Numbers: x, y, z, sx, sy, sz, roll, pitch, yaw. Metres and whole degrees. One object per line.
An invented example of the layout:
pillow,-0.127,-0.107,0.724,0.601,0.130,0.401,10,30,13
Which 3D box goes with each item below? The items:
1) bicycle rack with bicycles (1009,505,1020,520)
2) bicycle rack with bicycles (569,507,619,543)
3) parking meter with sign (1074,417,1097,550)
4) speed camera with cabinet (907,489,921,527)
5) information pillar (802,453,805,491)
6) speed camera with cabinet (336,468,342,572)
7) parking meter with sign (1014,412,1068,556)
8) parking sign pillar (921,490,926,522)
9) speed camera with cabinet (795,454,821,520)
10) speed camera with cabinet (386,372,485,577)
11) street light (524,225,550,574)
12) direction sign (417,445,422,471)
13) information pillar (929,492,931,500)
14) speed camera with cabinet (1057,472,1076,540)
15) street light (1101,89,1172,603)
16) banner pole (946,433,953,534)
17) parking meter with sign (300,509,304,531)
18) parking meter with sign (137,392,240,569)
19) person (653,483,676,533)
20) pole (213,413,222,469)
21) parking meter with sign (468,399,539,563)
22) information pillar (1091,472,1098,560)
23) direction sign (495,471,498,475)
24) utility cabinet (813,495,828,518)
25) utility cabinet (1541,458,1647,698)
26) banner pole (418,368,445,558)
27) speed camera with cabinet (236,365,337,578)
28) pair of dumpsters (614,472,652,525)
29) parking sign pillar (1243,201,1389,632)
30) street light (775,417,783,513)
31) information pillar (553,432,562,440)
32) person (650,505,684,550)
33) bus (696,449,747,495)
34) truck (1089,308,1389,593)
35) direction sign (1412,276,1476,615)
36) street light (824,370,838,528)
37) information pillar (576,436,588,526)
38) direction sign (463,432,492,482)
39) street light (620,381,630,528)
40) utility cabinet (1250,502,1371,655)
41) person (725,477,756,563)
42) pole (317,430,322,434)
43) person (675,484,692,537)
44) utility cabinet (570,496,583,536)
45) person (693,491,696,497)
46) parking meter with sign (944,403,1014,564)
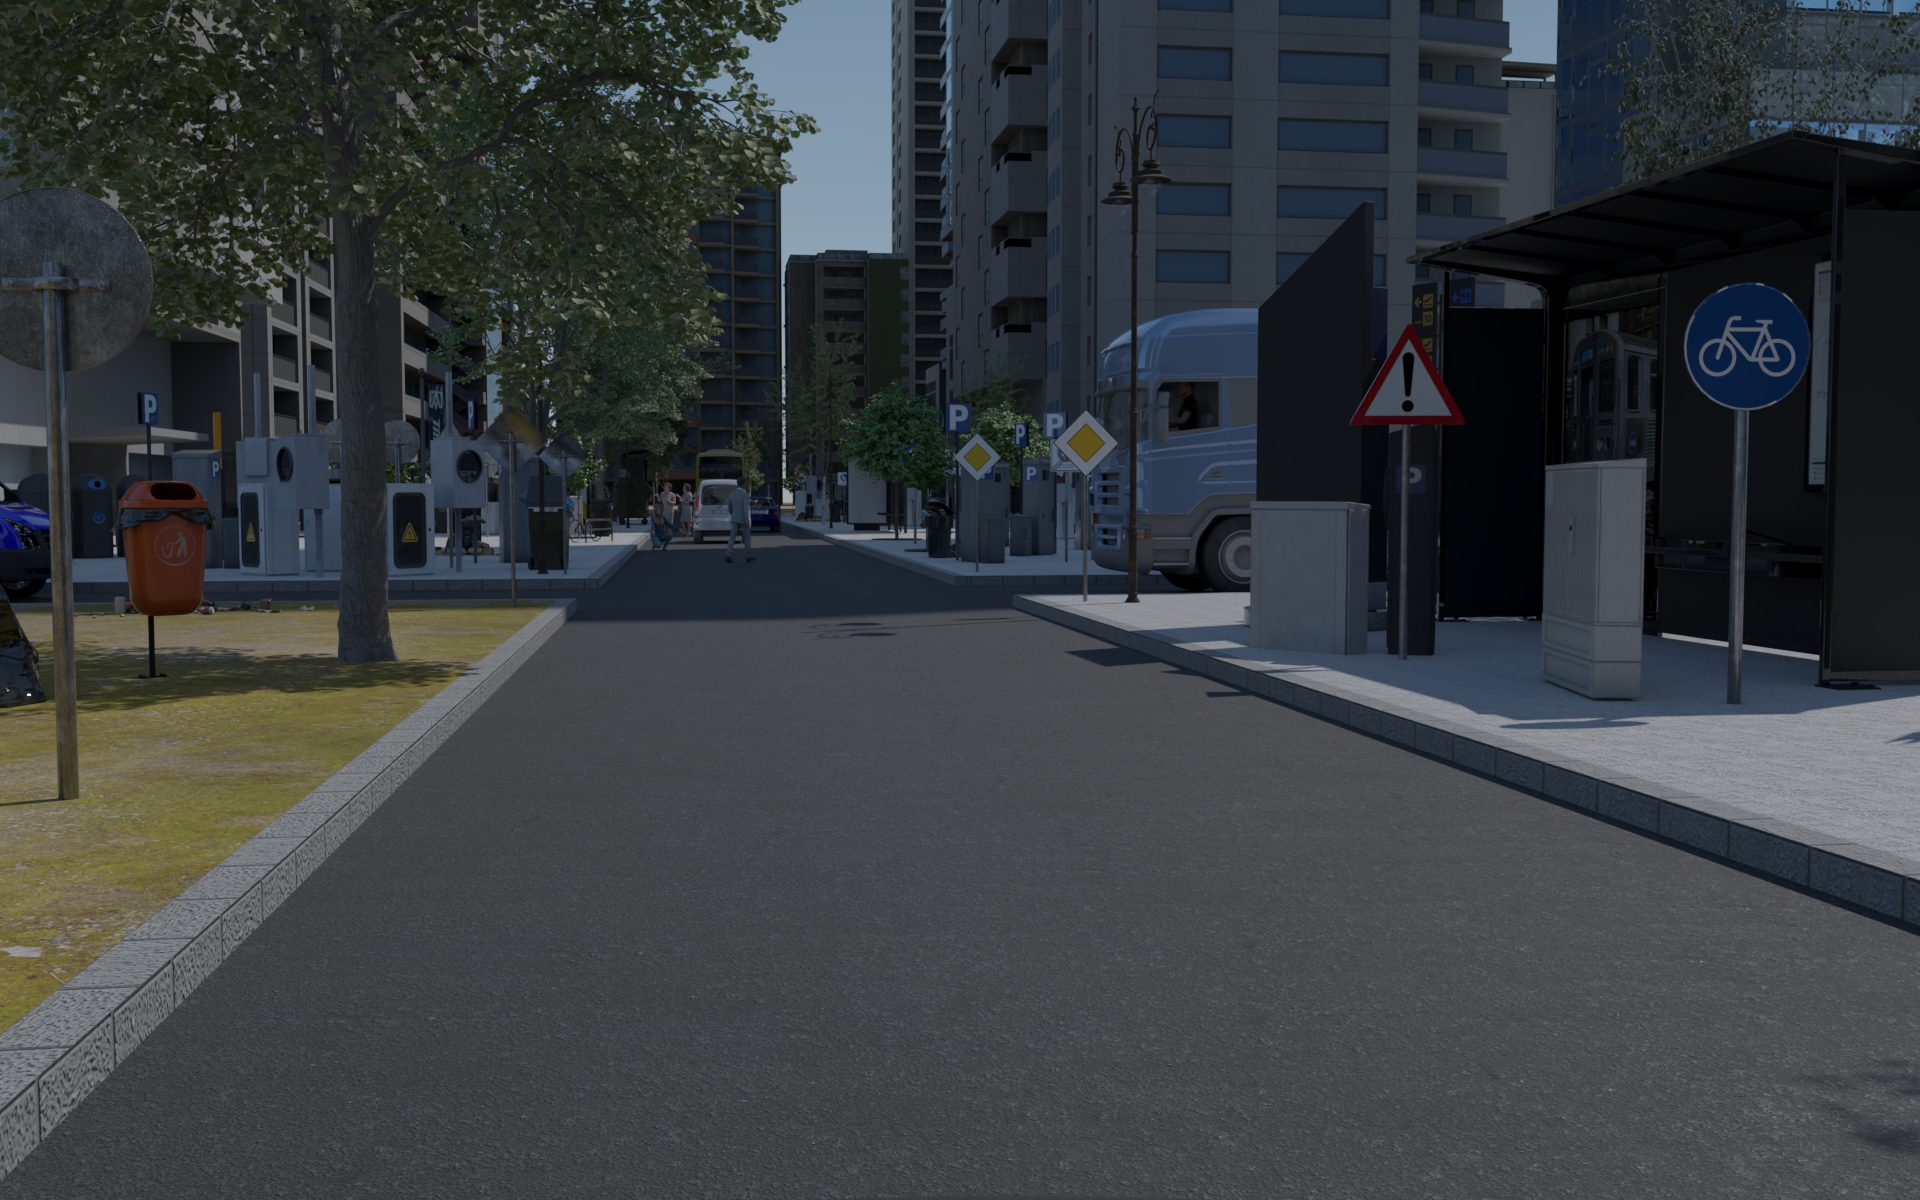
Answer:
bicycle rack with bicycles,3.663,-4.033,79.319,2.925,0.926,2.852,0,4,0
bicycle rack with bicycles,-10.670,-2.014,46.315,2.852,0.926,2.925,1,4,12
parking meter with sign,2.953,-2.671,39.940,0.543,3.016,1.738,0,4,-8
speed camera with cabinet,-1.939,-4.549,68.713,0.660,3.252,2.038,0,4,6
information pillar,-8.909,-6.554,98.509,0.183,3.616,0.504,-1,4,-11
speed camera with cabinet,-10.805,-2.095,28.596,2.038,3.252,0.660,0,4,-3
parking meter with sign,1.621,-2.448,36.283,0.543,3.016,1.738,2,4,30
parking sign pillar,-1.975,-5.119,72.164,1.447,3.967,1.447,-3,4,-38
speed camera with cabinet,-7.443,-5.552,85.107,0.660,3.252,2.038,1,4,18
speed camera with cabinet,-8.501,-2.029,27.517,0.660,3.252,2.038,2,4,32
street light,-6.705,-3.356,27.663,0.468,5.910,1.993,-1,4,-9
direction sign,-25.075,-5.411,80.461,0.379,3.537,0.876,-2,4,-30
information pillar,-1.397,-4.314,75.030,0.304,2.012,0.304,0,4,4
speed camera with cabinet,2.997,-3.354,49.180,0.660,3.252,2.038,1,4,19
street light,2.043,-2.907,20.324,0.468,5.910,1.993,-1,4,-9
banner pole,-0.649,-4.034,55.980,0.863,3.779,0.401,-1,4,-10
parking meter with sign,-23.285,-3.892,59.894,0.543,3.016,1.738,3,5,42
parking meter with sign,-13.139,-2.053,29.825,1.738,3.016,0.543,0,4,2
person,-9.151,-2.728,53.458,0.716,1.782,0.532,1,4,13
pole,-18.594,-3.032,43.419,0.158,3.312,0.155,0,3,0
parking meter with sign,-8.230,-2.207,32.352,1.738,3.016,0.543,-2,4,-27
information pillar,2.730,-1.796,33.860,0.304,2.012,0.304,1,4,11
direction sign,-19.464,-4.889,71.937,0.876,3.537,0.379,-1,4,-16
utility cabinet,-7.706,-5.087,94.338,1.020,1.237,0.306,1,4,12
utility cabinet,4.085,-0.157,11.245,0.318,1.500,1.173,0,4,4
banner pole,-10.552,-2.726,34.591,0.401,3.779,0.863,2,4,26
speed camera with cabinet,-10.566,-1.997,26.991,2.038,3.252,0.660,3,5,44
pair of dumpsters,-13.853,-4.335,73.375,1.574,2.255,4.437,-1,4,-9
parking sign pillar,3.477,-1.723,16.649,1.447,3.967,1.447,-3,4,-38
street light,-10.676,-7.933,102.494,0.468,5.910,1.993,-1,4,-9
information pillar,-14.429,-4.337,62.265,0.183,3.616,0.504,2,4,28
person,-7.499,-1.833,43.973,1.012,1.151,0.738,-2,4,-33
bus,-13.057,-6.312,94.748,2.896,3.916,12.252,0,4,-8
truck,10.610,-2.201,25.738,18.799,4.110,2.967,-1,4,-10
direction sign,5.129,-1.620,18.488,0.379,3.537,0.876,-2,4,-30
street light,-4.819,-5.614,64.572,0.468,5.910,1.993,-1,4,-9
information pillar,-15.356,-4.823,70.213,0.183,3.616,0.504,3,5,41
direction sign,-17.754,-4.378,63.585,0.876,3.537,0.379,-1,4,-16
street light,-12.522,-5.650,65.167,0.468,5.910,1.993,-1,4,-9
utility cabinet,2.860,-0.186,14.208,0.306,1.237,1.020,-3,5,-40
person,-4.626,-1.684,36.313,0.678,1.792,0.850,2,4,31
pole,-20.295,-3.744,55.055,0.158,3.312,0.155,0,3,0
person,-9.183,-2.970,57.418,0.532,1.782,0.716,-2,4,-34
utility cabinet,-12.096,-2.567,53.140,1.020,1.237,0.306,-3,4,-38
person,-24.100,-9.104,158.019,0.621,1.740,0.551,3,5,40
parking meter with sign,0.319,-2.222,32.591,0.543,3.016,1.738,-2,4,-26
